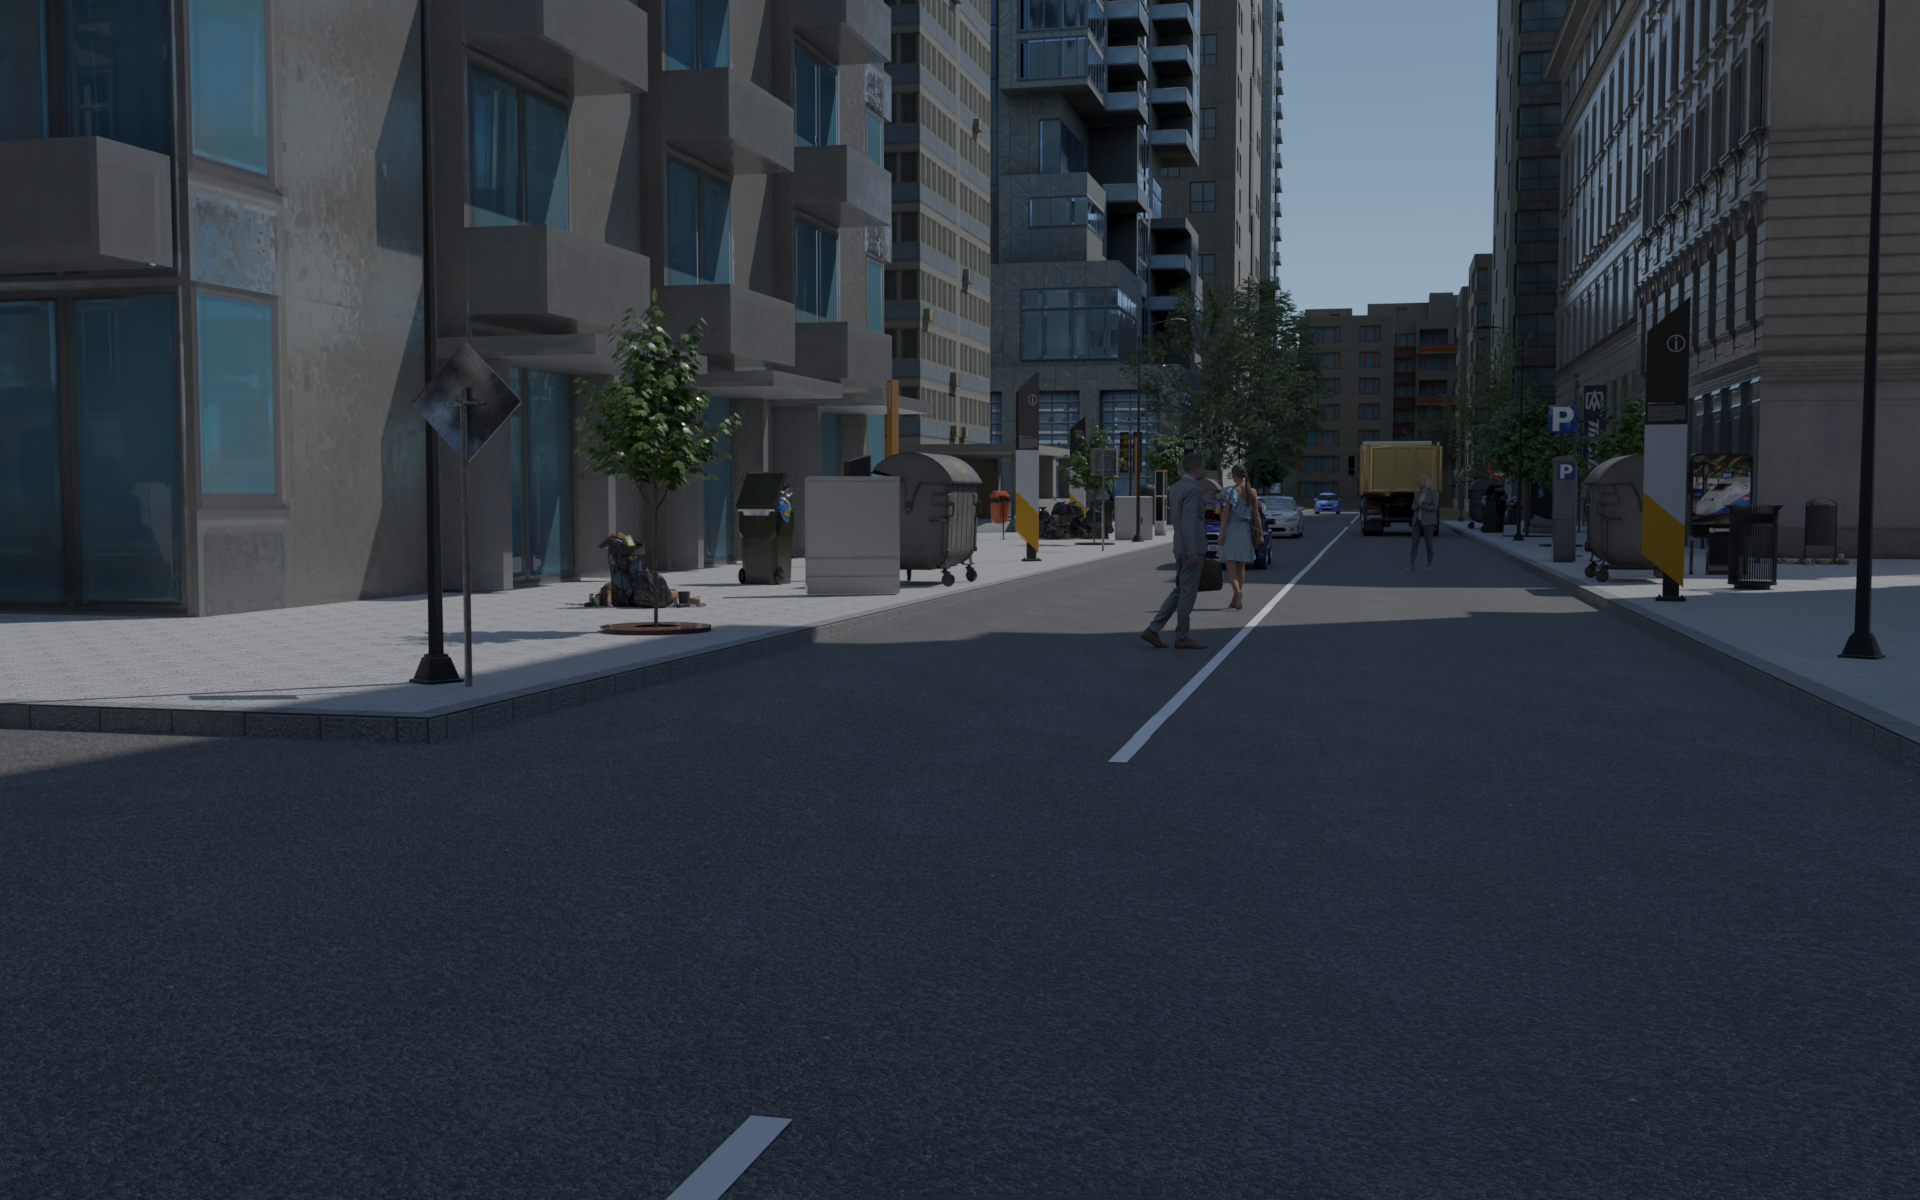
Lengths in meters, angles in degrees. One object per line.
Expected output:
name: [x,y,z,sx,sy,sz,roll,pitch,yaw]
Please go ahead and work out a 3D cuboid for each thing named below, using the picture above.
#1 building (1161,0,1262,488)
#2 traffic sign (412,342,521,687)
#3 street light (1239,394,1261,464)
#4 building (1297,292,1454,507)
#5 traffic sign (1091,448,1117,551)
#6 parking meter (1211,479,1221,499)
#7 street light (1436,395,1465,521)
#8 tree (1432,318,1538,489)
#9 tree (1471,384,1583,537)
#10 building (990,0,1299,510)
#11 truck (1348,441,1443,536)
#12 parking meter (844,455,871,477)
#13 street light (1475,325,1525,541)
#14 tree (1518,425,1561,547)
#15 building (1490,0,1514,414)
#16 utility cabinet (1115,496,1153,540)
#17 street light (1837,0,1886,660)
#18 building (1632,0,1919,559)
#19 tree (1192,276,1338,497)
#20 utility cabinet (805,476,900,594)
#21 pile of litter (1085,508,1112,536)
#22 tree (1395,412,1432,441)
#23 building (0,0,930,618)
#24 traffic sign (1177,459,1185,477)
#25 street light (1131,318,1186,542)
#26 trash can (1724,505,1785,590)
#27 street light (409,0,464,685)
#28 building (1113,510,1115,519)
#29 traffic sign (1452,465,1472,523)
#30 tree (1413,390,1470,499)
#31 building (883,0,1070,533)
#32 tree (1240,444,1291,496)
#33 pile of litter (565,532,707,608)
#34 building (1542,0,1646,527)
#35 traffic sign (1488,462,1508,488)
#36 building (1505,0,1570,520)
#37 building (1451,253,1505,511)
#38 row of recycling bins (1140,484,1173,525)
building: [11.090,-33.985,144.894,27.495,52.752,28.713,1,4,14]
traffic sign: [-3.273,-0.480,11.483,0.795,2.450,0.064,1,4,14]
street light: [13.454,-6.572,79.992,1.470,5.913,1.316,1,4,14]
building: [50.264,-20.416,178.840,28.899,21.520,27.650,1,4,14]
traffic sign: [3.216,-2.247,38.862,0.606,2.300,0.079,1,4,19]
parking meter: [9.776,-3.711,66.379,0.255,1.863,0.399,-3,4,-36]
street light: [23.077,-6.664,81.496,1.470,5.913,1.316,1,4,14]
tree: [22.434,-7.525,73.402,4.737,8.622,4.395,0,3,0]
tree: [17.159,-4.178,52.019,4.285,4.588,4.351,0,3,0]
building: [20.734,-53.179,182.154,31.000,86.520,22.319,1,4,14]
truck: [15.771,-4.068,62.438,3.469,3.379,9.791,1,4,12]
parking meter: [-1.538,-1.231,25.833,0.399,1.863,0.255,-2,4,-25]
street light: [14.822,-4.588,47.547,1.470,5.913,1.316,1,4,14]
tree: [14.745,-2.908,42.148,1.663,3.219,1.824,0,3,0]
building: [47.878,-31.671,107.061,28.713,52.752,27.495,1,4,14]
utility cabinet: [4.838,-2.267,48.221,1.020,1.237,0.306,0,4,-6]
street light: [6.549,-2.508,13.543,1.470,5.913,1.316,1,4,14]
building: [22.545,-11.771,41.603,9.793,20.994,18.267,1,4,14]
tree: [15.913,-10.544,90.514,7.486,12.596,7.792,0,3,0]
utility cabinet: [-1.369,-0.814,21.991,1.173,1.500,0.318,-1,4,-10]
pile of litter: [3.829,-2.419,53.510,1.719,0.858,1.176,3,5,42]
tree: [40.225,-12.250,150.653,4.737,8.622,4.395,0,3,0]
building: [-14.174,-25.167,31.085,23.786,49.044,30.456,1,4,14]
traffic sign: [7.843,-3.646,59.722,0.768,2.556,0.104,1,4,20]
street light: [5.284,-4.494,46.023,1.470,5.913,1.316,1,4,14]
trash can: [10.709,-0.718,23.386,0.748,1.137,0.748,0,3,0]
street light: [-3.047,-2.383,11.506,1.470,5.913,1.316,1,4,14]
building: [3.664,-48.227,101.187,22.319,86.520,31.000,1,4,14]
traffic sign: [22.608,-4.769,77.977,0.884,2.594,0.081,1,4,18]
tree: [33.995,-10.554,122.916,4.360,8.622,3.978,0,3,0]
building: [-12.060,-22.944,67.017,32.217,40.220,23.993,1,4,14]
tree: [18.332,-7.420,105.037,4.285,4.588,4.351,0,3,0]
pile of litter: [-3.739,-0.367,19.966,1.719,0.858,1.176,3,4,37]
building: [31.280,-14.137,64.431,16.112,22.955,30.059,1,4,14]
traffic sign: [18.354,-3.598,58.934,0.768,2.556,0.104,1,4,20]
building: [35.555,-19.428,89.356,14.160,30.474,14.107,1,4,14]
building: [53.780,-17.770,135.586,27.650,21.520,28.899,1,4,14]
row of recycling bins: [8.730,-3.998,72.474,3.534,1.692,1.069,-3,5,-45]
